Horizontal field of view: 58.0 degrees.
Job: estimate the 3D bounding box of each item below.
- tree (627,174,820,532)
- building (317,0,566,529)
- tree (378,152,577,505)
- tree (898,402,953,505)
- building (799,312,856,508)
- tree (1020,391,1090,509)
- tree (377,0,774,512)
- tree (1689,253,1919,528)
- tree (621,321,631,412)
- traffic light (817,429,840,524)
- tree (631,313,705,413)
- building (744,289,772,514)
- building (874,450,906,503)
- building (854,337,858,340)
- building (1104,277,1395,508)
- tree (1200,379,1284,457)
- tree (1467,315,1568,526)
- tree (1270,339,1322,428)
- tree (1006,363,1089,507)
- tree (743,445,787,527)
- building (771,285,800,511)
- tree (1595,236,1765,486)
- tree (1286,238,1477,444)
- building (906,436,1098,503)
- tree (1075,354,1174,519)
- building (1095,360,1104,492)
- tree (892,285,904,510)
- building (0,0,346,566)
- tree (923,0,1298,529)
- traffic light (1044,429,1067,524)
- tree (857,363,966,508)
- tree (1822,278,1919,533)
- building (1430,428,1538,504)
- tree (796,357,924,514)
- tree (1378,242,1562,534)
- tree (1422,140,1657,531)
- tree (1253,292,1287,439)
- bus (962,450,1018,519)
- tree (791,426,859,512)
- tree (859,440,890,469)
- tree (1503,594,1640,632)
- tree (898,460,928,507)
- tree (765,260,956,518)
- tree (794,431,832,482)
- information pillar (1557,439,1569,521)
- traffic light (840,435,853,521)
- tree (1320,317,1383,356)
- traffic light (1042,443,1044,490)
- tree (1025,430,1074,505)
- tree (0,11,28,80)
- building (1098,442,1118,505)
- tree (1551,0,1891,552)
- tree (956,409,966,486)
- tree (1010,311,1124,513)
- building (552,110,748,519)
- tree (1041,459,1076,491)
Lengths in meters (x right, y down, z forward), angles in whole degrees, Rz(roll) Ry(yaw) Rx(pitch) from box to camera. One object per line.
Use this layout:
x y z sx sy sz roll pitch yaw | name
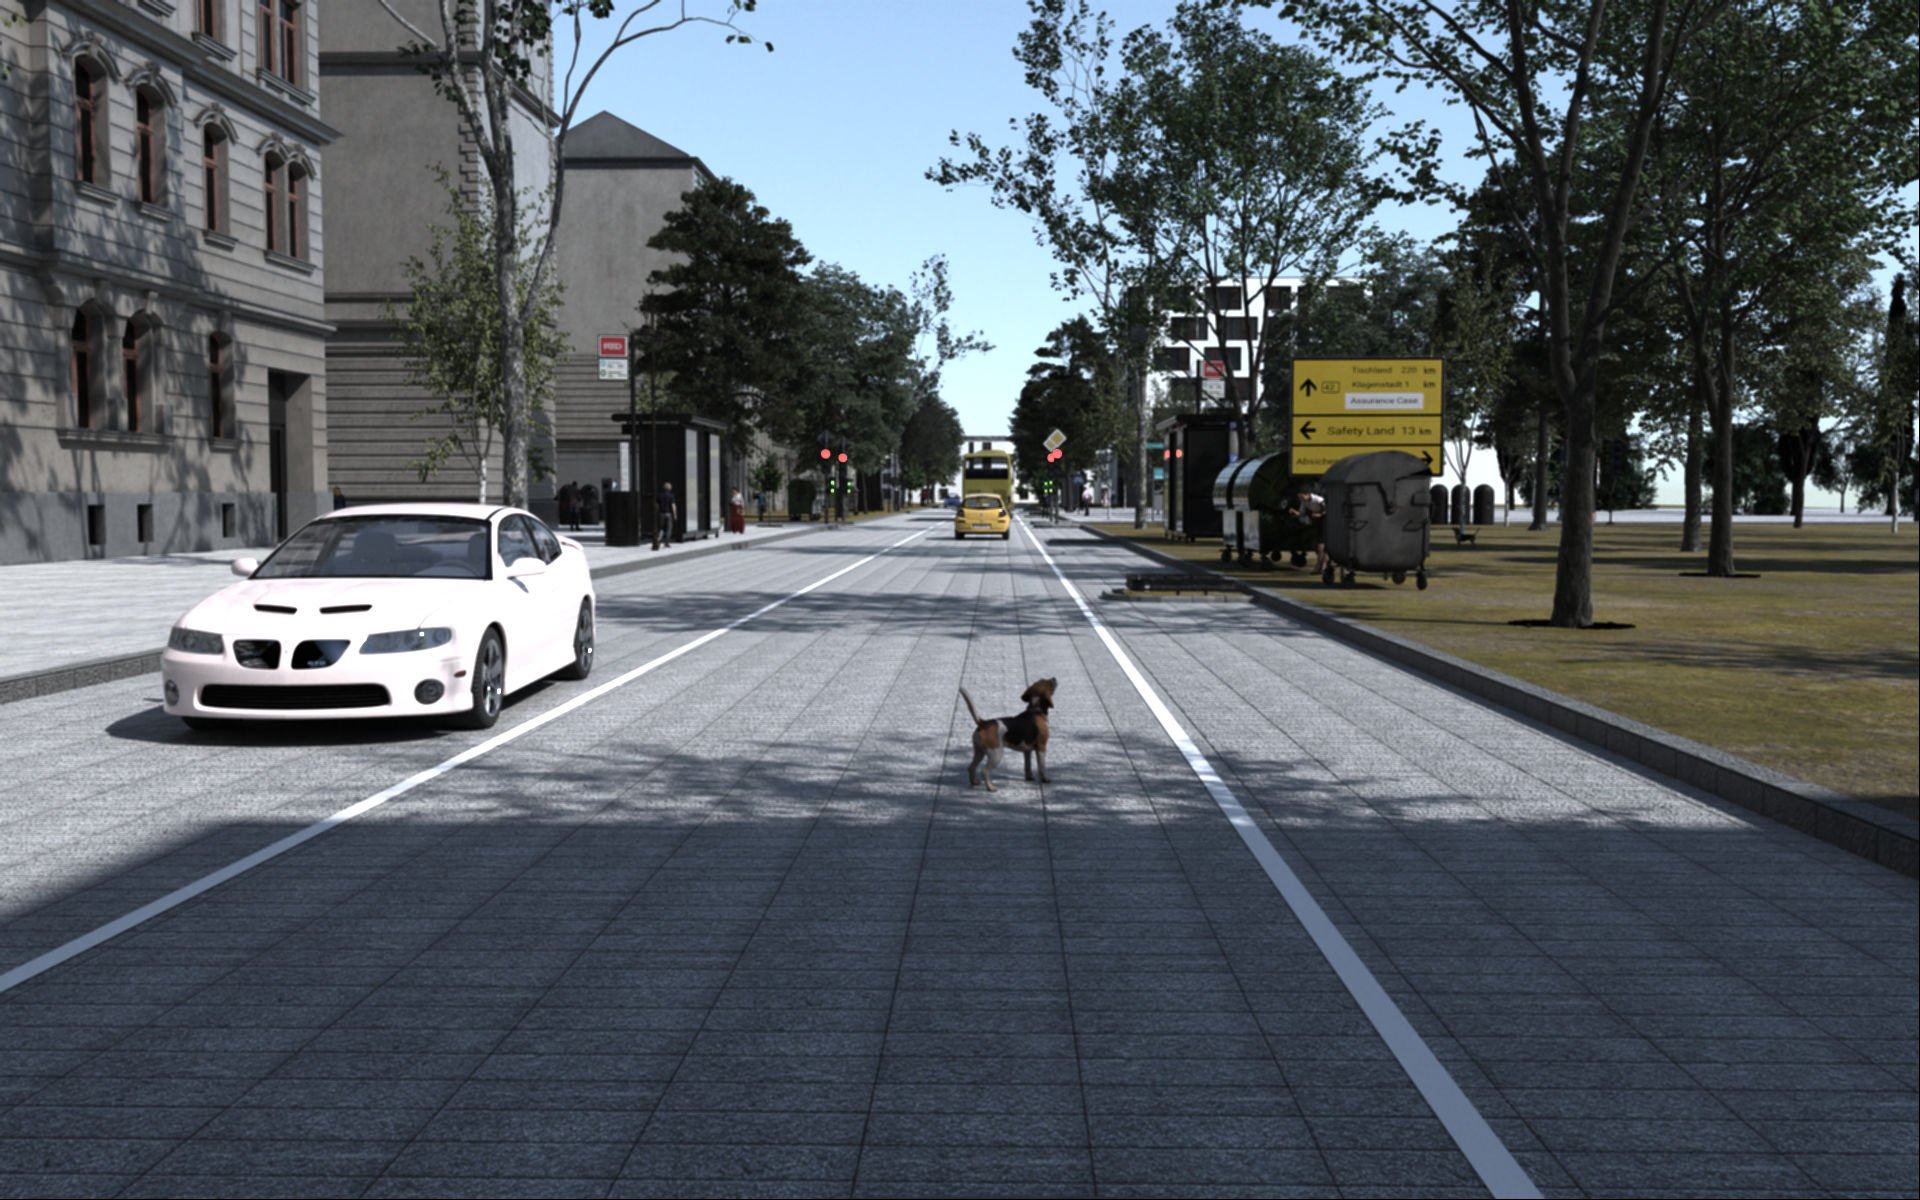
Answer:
-7.865 -8.334 58.311 6.751 12.117 7.091 0 3 0 | tree
-24.557 -14.155 60.308 19.941 23.489 11.050 0 4 1 | building
-10.495 -5.340 37.668 4.737 8.622 4.395 0 3 0 | tree
-4.050 -17.431 203.128 7.486 12.596 7.792 0 3 0 | tree
-19.813 -18.758 173.153 16.747 18.905 31.486 0 4 1 | building
8.736 -13.371 153.025 7.601 10.594 8.767 1 4 14 | tree
-7.950 -10.432 26.447 12.611 20.169 13.585 0 3 0 | tree
31.692 -7.983 64.930 8.767 10.594 7.601 0 4 2 | tree
-12.046 -5.843 45.890 4.737 8.622 4.395 0 3 0 | tree
-5.664 -5.165 73.690 0.839 4.213 0.868 0 4 1 | traffic light
-11.522 -7.226 68.501 4.737 8.622 4.395 0 3 0 | tree
-18.990 -16.014 116.573 10.420 20.320 16.860 0 4 1 | building
-21.893 -19.066 253.873 28.070 9.664 9.099 0 4 1 | building
-19.205 -21.378 205.955 16.016 20.091 11.380 0 4 1 | building
30.118 -20.507 179.263 27.936 21.610 32.646 0 4 1 | building
21.525 -12.407 137.271 7.601 10.594 8.767 3 5 41 | tree
21.838 -7.230 68.568 4.360 8.622 3.978 0 3 0 | tree
25.760 -12.751 118.843 12.009 13.543 11.850 0 3 0 | tree
9.184 -16.016 168.520 9.857 13.997 8.962 0 3 0 | tree
-7.495 -4.505 68.264 1.663 3.219 1.824 0 3 0 | tree
-18.721 -18.307 135.473 11.583 22.565 21.152 0 4 1 | building
20.116 -5.973 48.015 4.360 8.622 3.978 0 3 0 | tree
22.037 -11.095 88.062 9.857 13.997 8.962 0 3 0 | tree
6.703 -19.060 253.779 28.070 9.664 9.099 0 4 1 | building
7.706 -8.442 88.391 4.737 8.622 4.395 0 3 0 | tree
37.264 -25.551 261.740 32.646 21.610 27.936 0 4 1 | building
-3.852 -17.128 135.927 12.611 20.169 13.585 0 3 0 | tree
-23.112 -15.098 34.249 14.401 28.519 23.554 0 4 1 | building
5.518 -12.734 64.098 12.611 20.169 13.585 0 3 0 | tree
4.095 -5.152 73.479 0.839 4.213 0.868 0 4 1 | traffic light
-5.017 -14.964 155.024 12.009 13.543 11.850 0 3 0 | tree
30.904 -6.555 57.529 4.737 8.622 4.395 0 3 0 | tree
69.399 -16.940 219.113 28.070 9.664 9.099 0 4 1 | building
-6.191 -10.770 110.506 8.767 10.594 7.601 -2 4 -34 | tree
14.795 -6.169 51.225 4.737 8.622 4.395 0 3 0 | tree
20.269 -9.360 60.466 7.806 13.903 7.818 0 3 0 | tree
22.087 -11.965 102.287 9.857 13.997 8.962 0 3 0 | tree
1.680 -6.385 95.947 2.896 3.916 12.252 0 4 3 | bus
-10.247 -10.751 126.135 4.737 8.622 4.395 0 3 0 | tree
-7.458 -11.945 145.666 4.737 8.622 4.395 0 3 0 | tree
5.851 -5.533 16.228 9.928 11.665 9.643 0 3 0 | tree
-4.674 -11.269 167.965 4.285 4.588 4.351 0 3 0 | tree
-6.362 -11.441 93.720 9.857 13.997 8.962 0 3 0 | tree
-9.812 -10.344 119.488 4.360 8.622 3.978 0 3 0 | tree
28.794 -5.661 81.938 0.750 3.857 0.750 0 4 -6 | information pillar
-5.477 -5.653 81.673 0.839 4.213 0.868 0 4 1 | traffic light
16.355 -7.375 70.940 4.360 8.622 3.978 0 3 0 | tree
4.282 -5.640 81.462 0.839 4.213 0.868 0 4 1 | traffic light
10.049 -16.551 192.659 6.751 12.117 7.091 0 3 0 | tree
-11.183 -4.003 15.804 4.737 8.622 4.395 0 3 0 | tree
22.436 -16.415 210.532 9.099 9.664 28.070 0 4 1 | building
16.731 -7.354 38.366 7.486 12.596 7.792 0 3 0 | tree
-3.550 -19.692 228.619 9.857 13.997 8.962 0 3 0 | tree
7.461 -13.027 120.407 7.806 13.903 7.818 0 3 0 | tree
-18.094 -15.237 98.279 9.793 20.994 18.267 0 4 1 | building
8.152 -9.880 145.244 4.285 4.588 4.351 0 3 0 | tree
